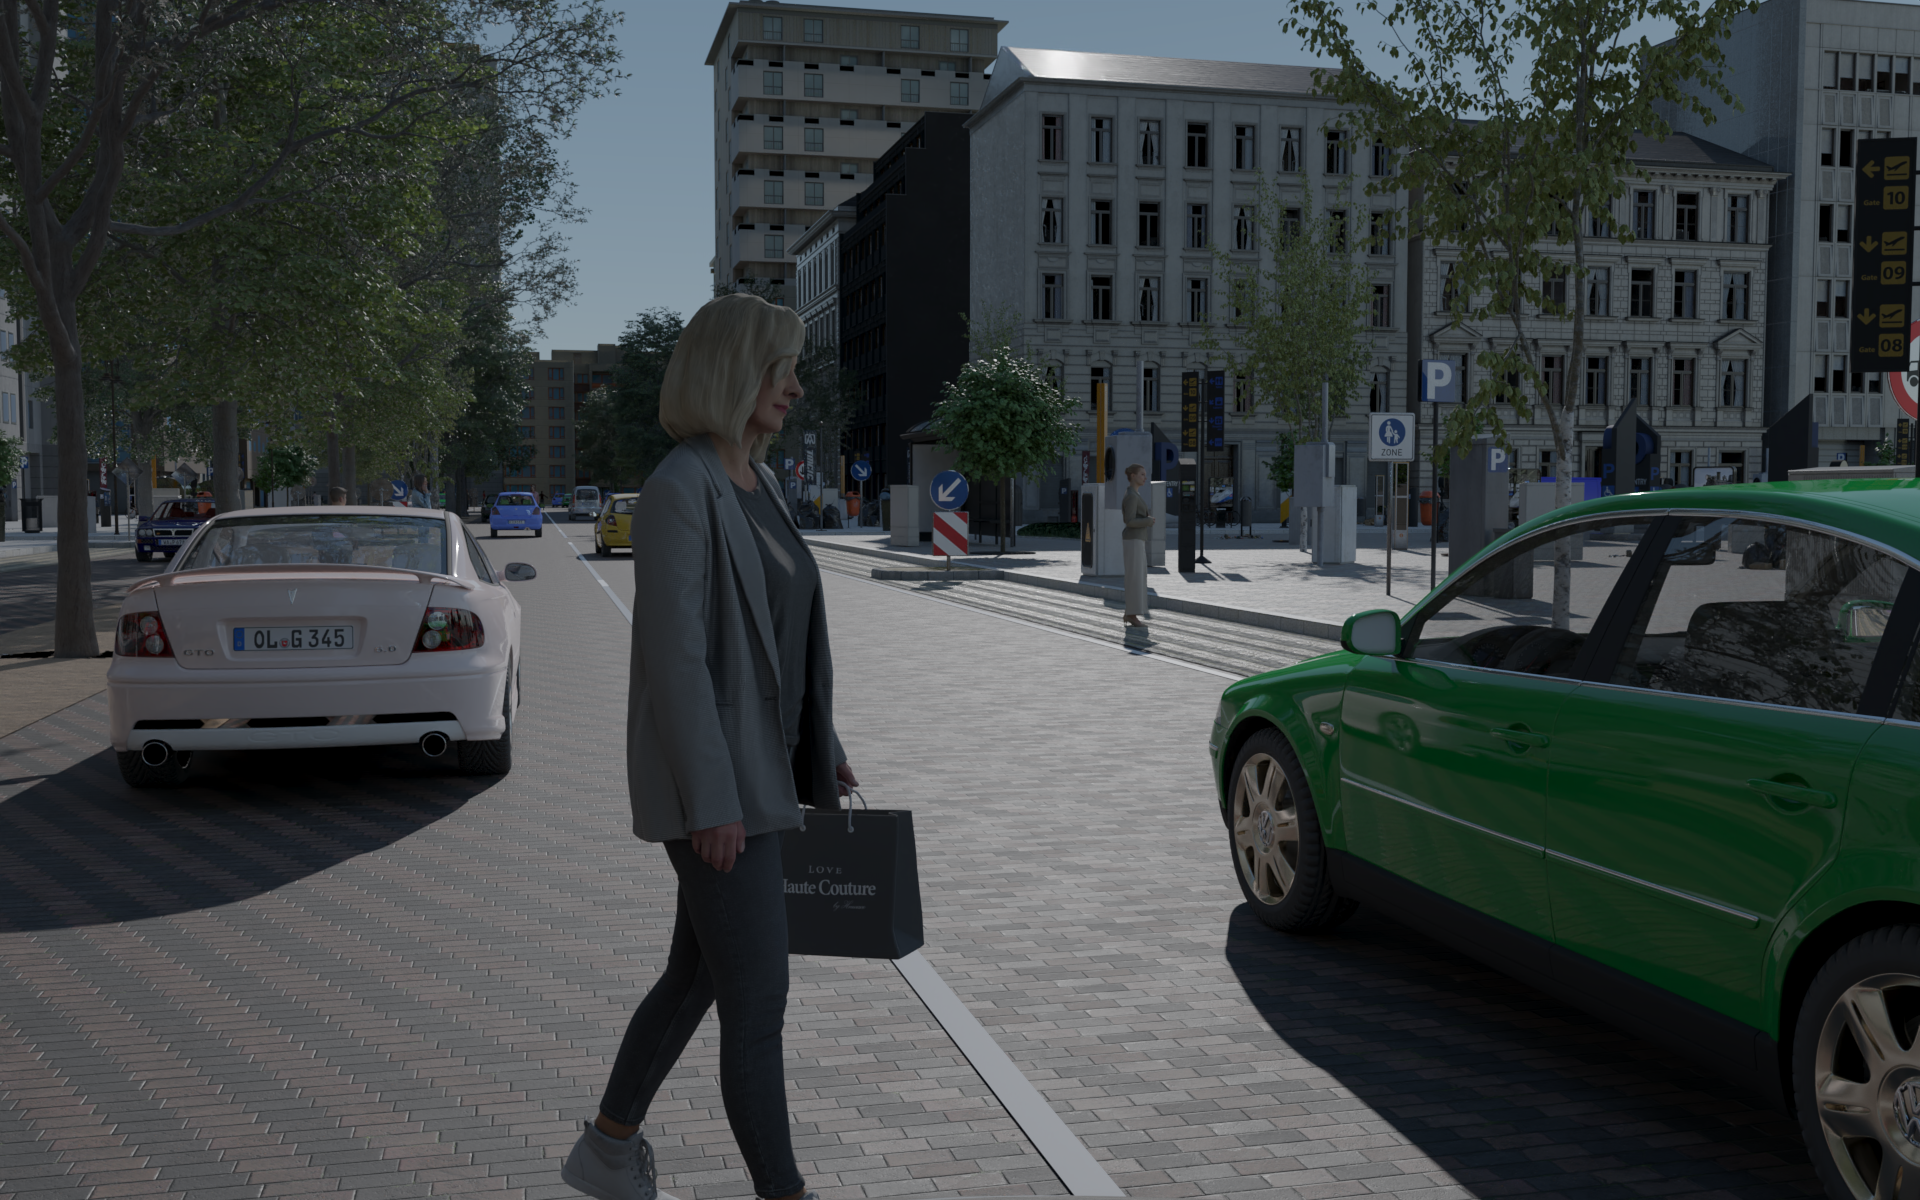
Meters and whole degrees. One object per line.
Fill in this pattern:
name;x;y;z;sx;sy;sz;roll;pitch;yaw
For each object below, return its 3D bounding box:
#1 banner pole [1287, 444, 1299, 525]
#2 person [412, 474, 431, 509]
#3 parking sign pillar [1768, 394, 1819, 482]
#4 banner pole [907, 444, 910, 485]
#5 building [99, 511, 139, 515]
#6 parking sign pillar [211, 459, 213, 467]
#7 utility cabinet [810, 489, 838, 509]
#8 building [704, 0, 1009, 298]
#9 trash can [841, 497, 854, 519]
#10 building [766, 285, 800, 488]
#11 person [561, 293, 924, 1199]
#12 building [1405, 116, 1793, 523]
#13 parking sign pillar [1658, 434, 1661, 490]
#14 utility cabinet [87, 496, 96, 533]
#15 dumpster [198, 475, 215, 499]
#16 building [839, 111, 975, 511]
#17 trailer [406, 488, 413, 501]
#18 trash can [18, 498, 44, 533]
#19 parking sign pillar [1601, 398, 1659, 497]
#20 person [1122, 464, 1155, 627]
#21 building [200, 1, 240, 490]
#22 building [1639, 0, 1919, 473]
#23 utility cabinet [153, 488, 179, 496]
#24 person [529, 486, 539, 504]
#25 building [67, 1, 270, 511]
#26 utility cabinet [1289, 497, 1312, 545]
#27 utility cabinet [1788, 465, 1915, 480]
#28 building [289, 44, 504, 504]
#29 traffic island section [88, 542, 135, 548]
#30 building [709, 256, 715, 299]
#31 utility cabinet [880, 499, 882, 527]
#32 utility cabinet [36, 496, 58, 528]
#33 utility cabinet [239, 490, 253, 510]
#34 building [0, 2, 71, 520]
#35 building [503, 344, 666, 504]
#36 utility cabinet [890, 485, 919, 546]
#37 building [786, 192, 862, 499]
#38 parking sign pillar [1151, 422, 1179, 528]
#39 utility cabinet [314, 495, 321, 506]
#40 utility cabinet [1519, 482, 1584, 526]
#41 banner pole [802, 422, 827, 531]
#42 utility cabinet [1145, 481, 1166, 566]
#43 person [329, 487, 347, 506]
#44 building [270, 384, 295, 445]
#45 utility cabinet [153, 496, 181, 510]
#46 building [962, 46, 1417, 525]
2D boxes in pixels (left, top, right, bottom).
banner pole;13.899;-5.019;72.084;0.401;3.779;0.863;3;5;41
person;-9.810;-1.389;31.476;0.793;1.790;0.793;3;5;42
parking sign pillar;22.673;-3.589;47.144;1.447;3.967;1.447;-1;4;-23
banner pole;-2.455;-5.828;85.304;0.401;3.779;0.863;0;4;3
building;-57.436;-28.176;110.782;14.600;45.320;14.200;-1;4;-14
parking sign pillar;-52.872;-8.288;123.983;1.447;3.967;1.447;2;4;27
utility cabinet;-5.526;-3.768;70.279;1.173;1.500;0.318;-3;4;-39
building;-11.665;-36.576;187.259;28.713;52.752;27.495;-1;4;-14
trash can;-5.720;-4.683;88.227;0.748;1.137;0.748;0;3;0
building;-5.480;-19.309;160.747;27.650;21.520;28.899;-1;4;-14
person;-0.425;0.328;3.316;0.728;1.800;0.709;1;4;18
building;28.247;-13.420;84.050;19.286;19.102;10.561;-1;4;-14
parking sign pillar;21.453;-4.045;54.615;1.447;3.967;1.447;-1;4;-20
utility cabinet;-28.759;-2.816;57.206;0.306;1.237;1.020;-2;4;-34
dumpster;-37.514;-5.167;86.969;1.502;2.255;1.985;-1;4;-14
building;-0.160;-17.106;109.356;12.332;23.373;15.834;-1;4;-14
trailer;-50.301;-9.282;158.811;1.471;1.999;3.904;-1;4;-15
trash can;-30.420;-2.759;56.762;0.748;1.137;0.748;0;3;0
parking sign pillar;18.362;-3.659;48.296;1.447;3.967;1.447;3;5;44
person;1.914;-0.583;18.584;0.362;1.759;0.519;0;4;6
building;-69.573;-50.307;135.195;22.319;86.520;31.000;-1;4;-14
building;47.268;-16.602;89.460;19.932;24.808;12.078;-1;4;-14
utility cabinet;-30.657;-3.543;66.607;1.173;1.500;0.318;-1;4;-20
person;-19.769;-4.383;80.179;0.555;1.821;0.388;-2;4;-30
building;-72.214;-31.137;159.205;14.600;45.320;14.200;-1;4;-14
utility cabinet;8.834;-2.005;43.941;0.306;1.237;1.020;-3;5;-42
utility cabinet;7.069;-0.310;13.751;0.318;1.500;1.173;-1;4;-12
building;-74.816;-41.930;227.559;28.212;58.520;21.231;-1;4;-14
traffic island section;-22.624;-1.520;47.128;2.009;0.180;2.903;-1;4;-14
building;-22.296;-33.897;246.102;23.993;40.220;32.217;-1;4;-14
utility cabinet;-2.794;-3.429;67.234;0.306;1.237;1.020;1;4;19
utility cabinet;-34.943;-3.393;66.636;1.020;1.237;0.306;-3;5;-43
utility cabinet;-44.125;-5.983;106.501;1.173;1.500;0.318;-2;4;-35
building;-56.667;-32.938;80.539;21.231;58.520;28.212;-1;4;-14
building;-47.833;-24.065;238.504;28.899;21.520;27.650;-1;4;-14
utility cabinet;-1.348;-2.065;42.444;0.318;1.500;1.173;-2;4;-23
building;-5.713;-18.195;126.374;11.050;23.489;19.941;-1;4;-14
parking sign pillar;7.746;-4.700;65.319;1.447;3.967;1.447;3;5;44
utility cabinet;-45.168;-6.762;121.719;0.306;1.237;1.020;-1;4;-9
utility cabinet;11.280;-1.492;33.072;1.173;1.500;0.318;-1;4;-9
banner pole;-5.031;-4.279;59.985;0.863;3.779;0.401;-1;4;-18
utility cabinet;3.215;-1.354;30.819;0.318;1.500;1.173;-2;4;-25
person;-7.082;-0.518;19.567;0.503;1.515;0.523;-3;4;-38
building;-76.869;-24.938;179.434;14.107;30.474;14.160;-1;4;-14
utility cabinet;-29.922;-3.311;65.304;1.020;1.237;0.306;0;4;-1
building;10.140;-14.059;79.008;18.267;20.994;9.793;-1;4;-14
